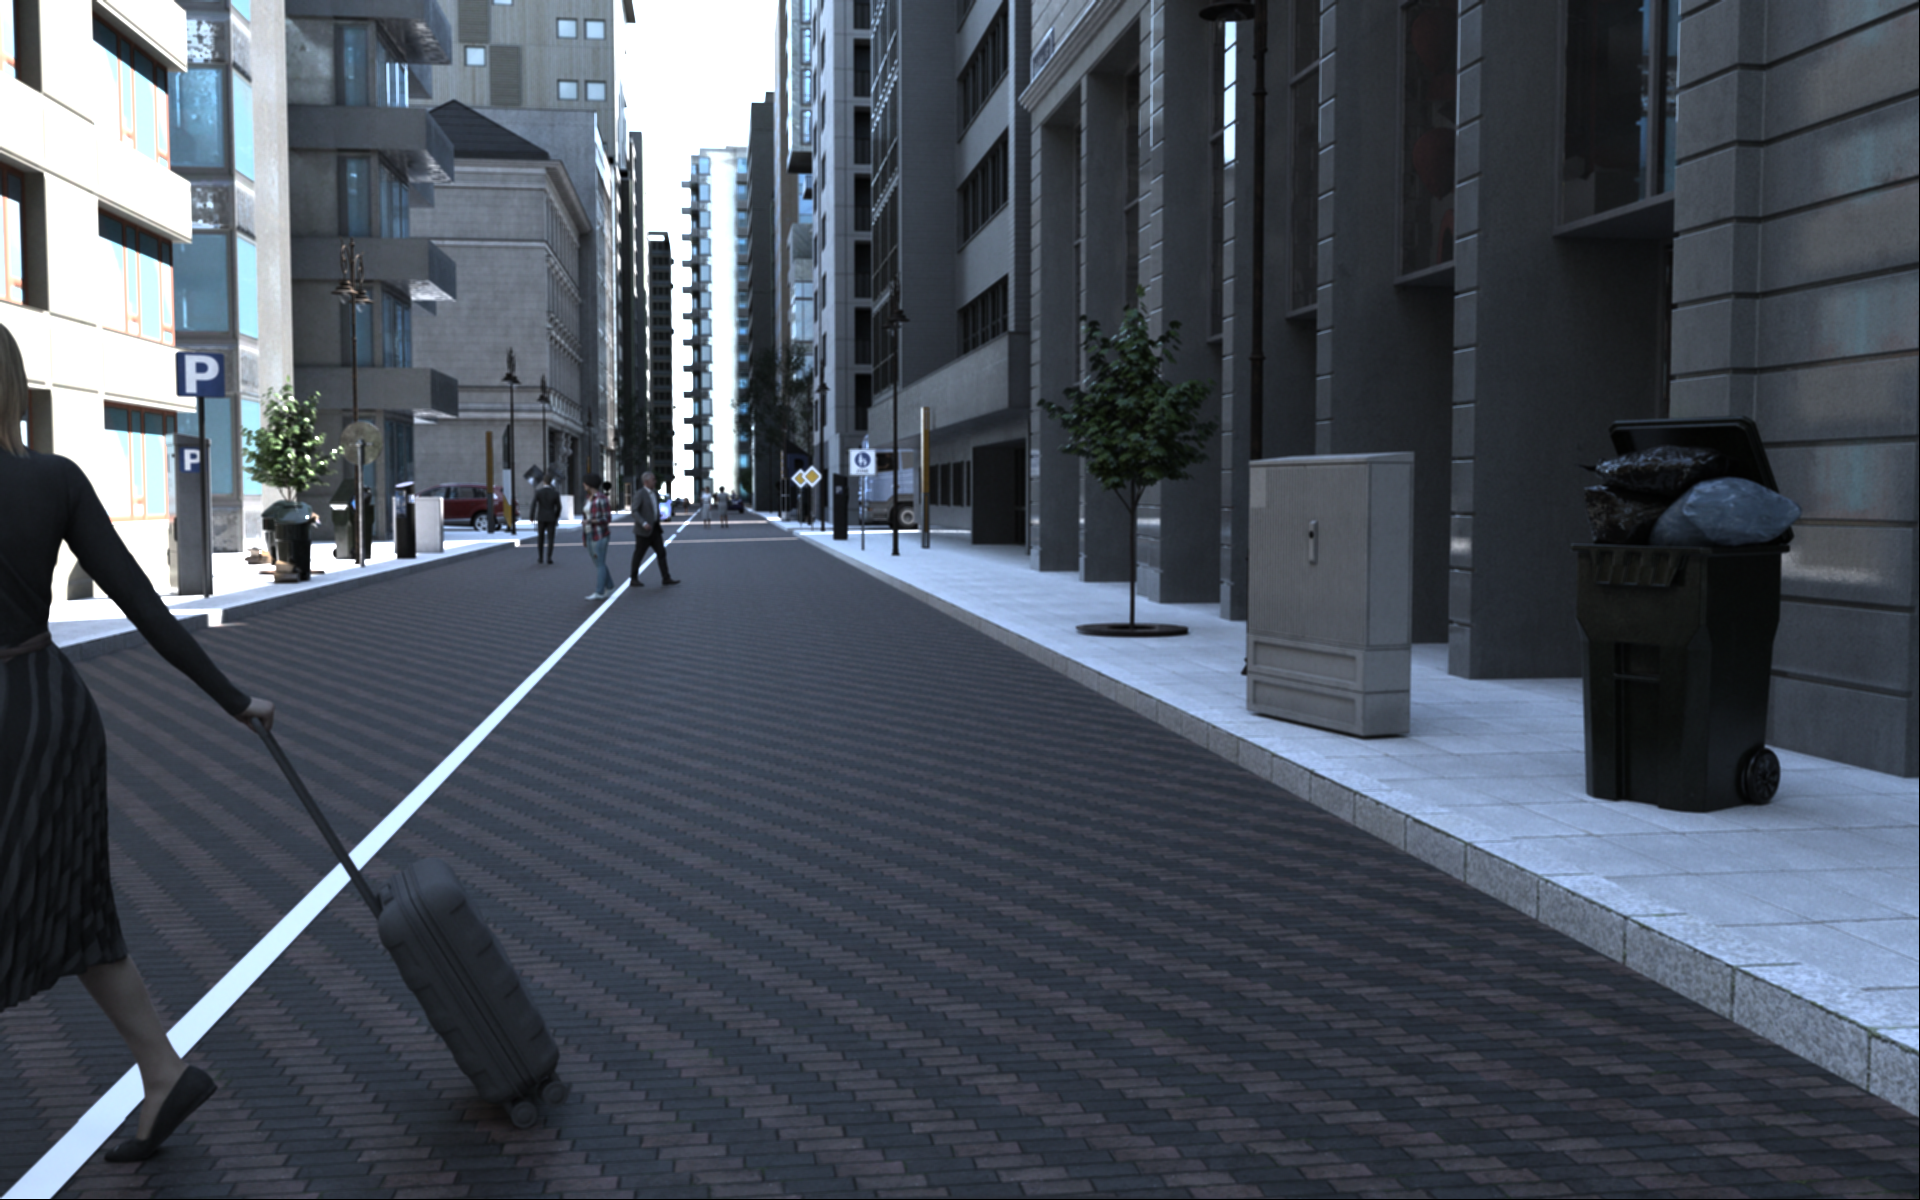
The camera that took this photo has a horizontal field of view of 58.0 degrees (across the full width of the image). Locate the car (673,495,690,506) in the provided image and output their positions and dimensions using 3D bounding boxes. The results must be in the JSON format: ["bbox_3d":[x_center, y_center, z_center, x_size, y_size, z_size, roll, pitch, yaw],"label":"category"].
[{"bbox_3d":[-32.380,-11.574,201.813,1.945,1.354,3.894,0,4,-7],"label":"car"}]

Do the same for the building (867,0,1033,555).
[{"bbox_3d":[5.913,-13.802,44.735,14.314,24.678,30.058,0,4,-8],"label":"building"}]

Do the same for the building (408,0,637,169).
[{"bbox_3d":[-45.916,-35.311,166.578,28.713,52.752,27.495,0,4,-8],"label":"building"}]

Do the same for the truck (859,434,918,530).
[{"bbox_3d":[4.876,-4.671,66.131,18.799,4.110,2.967,-1,4,-9],"label":"truck"}]

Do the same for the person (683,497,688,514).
[{"bbox_3d":[-20.068,-6.930,126.476,0.373,1.253,0.362,2,4,27],"label":"person"}]

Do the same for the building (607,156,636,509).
[{"bbox_3d":[-35.072,-22.940,146.763,14.160,30.474,14.107,0,4,-8],"label":"building"}]

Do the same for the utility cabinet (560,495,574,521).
[{"bbox_3d":[-18.604,-4.333,82.005,0.306,1.237,1.020,-2,4,-34],"label":"utility cabinet"}]

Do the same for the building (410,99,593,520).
[{"bbox_3d":[-25.027,-14.405,86.434,10.553,20.767,40.483,0,4,-8],"label":"building"}]

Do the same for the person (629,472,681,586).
[{"bbox_3d":[-4.785,-1.106,26.975,0.834,1.777,0.661,1,4,21],"label":"person"}]

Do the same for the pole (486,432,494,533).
[{"bbox_3d":[-15.361,-3.839,56.613,0.158,3.312,0.155,0,3,0],"label":"pole"}]

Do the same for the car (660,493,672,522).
[{"bbox_3d":[-15.664,-4.819,88.386,1.945,1.707,3.694,0,4,-7],"label":"car"}]

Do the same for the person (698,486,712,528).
[{"bbox_3d":[-10.718,-3.907,72.943,0.480,1.755,0.524,1,4,17],"label":"person"}]

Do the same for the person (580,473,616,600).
[{"bbox_3d":[-4.904,-0.869,23.547,0.643,1.720,0.563,-3,4,-37],"label":"person"}]

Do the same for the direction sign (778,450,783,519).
[{"bbox_3d":[-9.190,-5.955,89.368,0.379,3.537,0.876,0,4,0],"label":"direction sign"}]

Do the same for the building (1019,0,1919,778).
[{"bbox_3d":[8.584,-14.513,14.785,11.434,29.767,29.804,0,4,-8],"label":"building"}]

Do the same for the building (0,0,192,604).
[{"bbox_3d":[-23.092,-10.040,9.193,27.650,21.520,28.899,0,4,-8],"label":"building"}]

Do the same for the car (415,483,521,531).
[{"bbox_3d":[-18.589,-3.293,62.515,5.304,1.827,2.281,0,4,-7],"label":"car"}]

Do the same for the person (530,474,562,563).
[{"bbox_3d":[-8.584,-1.687,35.862,0.659,1.850,0.755,-1,4,-16],"label":"person"}]

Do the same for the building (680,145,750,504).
[{"bbox_3d":[-22.776,-37.828,238.097,30.456,49.044,23.786,0,4,-8],"label":"building"}]

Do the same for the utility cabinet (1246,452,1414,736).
[{"bbox_3d":[2.012,-0.055,9.571,0.318,1.500,1.173,-1,4,-21],"label":"utility cabinet"}]

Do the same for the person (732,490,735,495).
[{"bbox_3d":[-19.519,-8.516,148.178,0.568,1.767,0.683,0,4,7],"label":"person"}]

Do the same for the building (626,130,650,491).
[{"bbox_3d":[-41.521,-30.882,188.507,14.154,41.232,14.086,0,4,-8],"label":"building"}]

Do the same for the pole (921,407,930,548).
[{"bbox_3d":[-0.818,-2.875,40.845,0.158,3.312,0.155,0,3,0],"label":"pole"}]

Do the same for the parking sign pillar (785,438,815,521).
[{"bbox_3d":[-7.745,-5.815,83.543,1.447,3.967,1.447,-1,4,-15],"label":"parking sign pillar"}]

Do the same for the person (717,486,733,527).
[{"bbox_3d":[-10.160,-4.036,74.852,0.716,1.782,0.532,-1,4,-9],"label":"person"}]

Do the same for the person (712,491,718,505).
[{"bbox_3d":[-24.849,-10.279,177.076,1.217,1.766,0.721,-1,4,-16],"label":"person"}]

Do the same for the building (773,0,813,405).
[{"bbox_3d":[-9.227,-30.788,153.498,14.600,45.320,14.200,0,4,-8],"label":"building"}]

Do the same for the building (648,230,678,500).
[{"bbox_3d":[-51.254,-33.394,237.877,23.993,40.220,32.217,0,4,-8],"label":"building"}]

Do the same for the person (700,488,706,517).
[{"bbox_3d":[-15.903,-6.087,107.866,0.795,1.843,0.661,1,4,21],"label":"person"}]

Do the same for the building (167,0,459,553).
[{"bbox_3d":[-29.509,-25.958,44.026,30.456,49.044,23.786,0,4,-8],"label":"building"}]

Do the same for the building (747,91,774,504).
[{"bbox_3d":[-14.284,-35.634,206.322,21.300,48.544,21.600,0,4,-8],"label":"building"}]

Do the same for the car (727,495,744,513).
[{"bbox_3d":[-17.158,-7.191,130.148,1.945,1.354,3.894,-1,4,-9],"label":"car"}]

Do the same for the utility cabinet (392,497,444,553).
[{"bbox_3d":[-11.784,-1.623,37.690,1.020,1.237,0.306,0,4,-5],"label":"utility cabinet"}]

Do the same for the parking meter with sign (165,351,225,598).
[{"bbox_3d":[-9.798,-1.578,22.055,0.543,3.016,1.738,-2,4,-34],"label":"parking meter with sign"}]

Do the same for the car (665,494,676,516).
[{"bbox_3d":[-19.830,-6.287,114.588,2.131,1.459,4.920,0,4,-7],"label":"car"}]

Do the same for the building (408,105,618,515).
[{"bbox_3d":[-29.729,-18.231,116.099,12.078,24.808,19.932,0,4,-8],"label":"building"}]

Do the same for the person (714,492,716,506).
[{"bbox_3d":[-29.775,-12.294,210.973,0.593,1.643,0.415,3,4,36],"label":"person"}]

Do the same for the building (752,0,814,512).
[{"bbox_3d":[-3.106,-49.364,119.776,22.319,86.520,31.000,0,4,-8],"label":"building"}]

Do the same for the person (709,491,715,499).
[{"bbox_3d":[-23.478,-9.346,162.130,1.217,1.723,0.721,-1,4,-19],"label":"person"}]

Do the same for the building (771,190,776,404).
[{"bbox_3d":[-11.287,-24.234,167.929,14.160,30.474,14.107,0,4,-8],"label":"building"}]

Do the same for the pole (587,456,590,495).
[{"bbox_3d":[-20.090,-6.116,93.848,0.158,3.312,0.155,0,3,0],"label":"pole"}]

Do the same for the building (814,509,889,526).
[{"bbox_3d":[3.961,-39.166,78.611,20.611,71.187,20.563,0,4,-8],"label":"building"}]
